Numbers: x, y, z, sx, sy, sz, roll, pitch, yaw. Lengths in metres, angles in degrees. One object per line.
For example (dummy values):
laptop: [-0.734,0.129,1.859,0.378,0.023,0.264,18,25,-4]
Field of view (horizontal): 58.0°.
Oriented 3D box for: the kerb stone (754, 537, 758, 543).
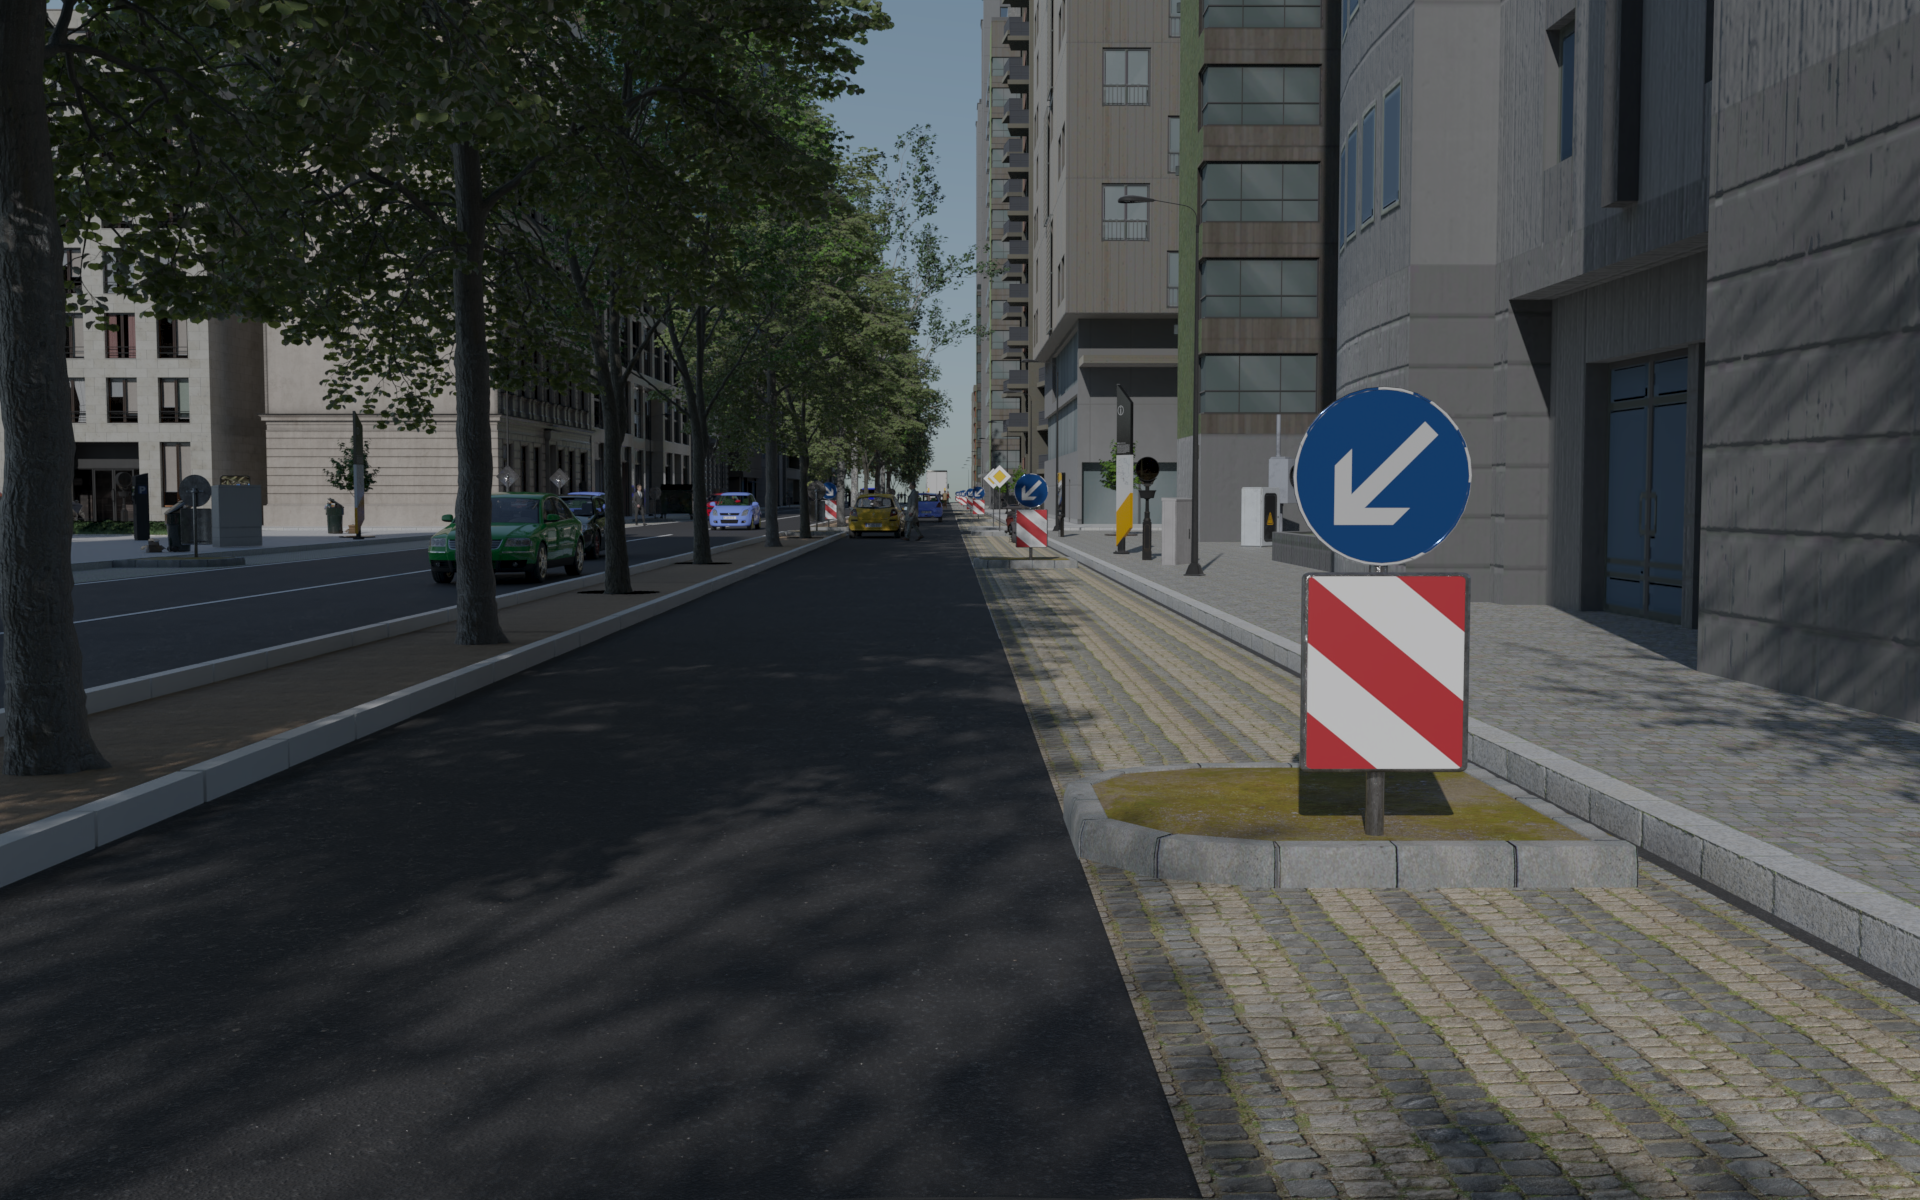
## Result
kerb stone: [-5.976,-1.671,49.510,0.120,0.150,1.000,0,4,0]

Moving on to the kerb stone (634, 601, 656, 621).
kerb stone: [-3.655,0.144,19.845,0.120,0.150,1.000,0,4,0]

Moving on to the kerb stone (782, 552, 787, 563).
kerb stone: [-3.773,-0.859,36.235,0.120,0.150,1.000,0,4,0]

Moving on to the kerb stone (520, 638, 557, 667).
kerb stone: [-3.622,0.457,14.716,0.120,0.150,1.000,0,4,0]

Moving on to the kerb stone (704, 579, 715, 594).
kerb stone: [-3.699,-0.169,24.965,0.120,0.150,1.000,0,4,0]

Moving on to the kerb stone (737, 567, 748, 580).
kerb stone: [-3.723,-0.420,29.062,0.120,0.150,1.000,0,4,0]

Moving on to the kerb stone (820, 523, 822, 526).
kerb stone: [-6.164,-3.208,74.649,0.120,0.150,1.000,0,4,0]

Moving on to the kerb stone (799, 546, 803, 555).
kerb stone: [-3.810,-1.110,40.341,0.120,0.150,1.000,0,4,0]

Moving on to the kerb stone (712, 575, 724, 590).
kerb stone: [-3.698,-0.232,25.990,0.120,0.150,1.000,0,4,0]

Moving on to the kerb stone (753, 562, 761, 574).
kerb stone: [-3.743,-0.545,31.110,0.120,0.150,1.000,0,4,0]

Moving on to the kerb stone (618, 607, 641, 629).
kerb stone: [-3.646,0.207,18.812,0.120,0.150,1.000,0,4,0]

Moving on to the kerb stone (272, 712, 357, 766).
kerb stone: [-3.580,0.772,9.580,0.120,0.150,1.000,0,4,0]

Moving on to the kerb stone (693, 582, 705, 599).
kerb stone: [-3.685,-0.107,23.942,0.120,0.150,1.000,0,4,0]

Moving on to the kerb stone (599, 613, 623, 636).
kerb stone: [-3.644,0.273,17.790,0.120,0.150,1.000,0,4,0]

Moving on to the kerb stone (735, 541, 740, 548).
kerb stone: [-5.945,-1.417,45.407,0.120,0.150,1.000,0,4,0]

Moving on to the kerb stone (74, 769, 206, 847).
kerb stone: [-3.565,0.900,7.530,0.120,0.150,1.000,0,4,0]

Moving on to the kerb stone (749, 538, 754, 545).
kerb stone: [-5.967,-1.608,48.483,0.120,0.150,1.000,0,4,0]

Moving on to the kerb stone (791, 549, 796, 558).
kerb stone: [-3.786,-0.984,38.291,0.120,0.150,1.000,0,4,0]

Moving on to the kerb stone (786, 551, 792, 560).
kerb stone: [-3.781,-0.917,37.264,0.120,0.150,1.000,0,4,0]

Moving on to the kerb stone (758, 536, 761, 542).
kerb stone: [-5.988,-1.734,50.542,0.120,0.150,1.000,0,4,0]

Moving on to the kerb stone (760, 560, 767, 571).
kerb stone: [-3.741,-0.605,32.132,0.120,0.150,1.000,0,4,0]

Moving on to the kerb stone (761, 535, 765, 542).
kerb stone: [-5.991,-1.793,51.569,0.120,0.150,1.000,0,4,0]

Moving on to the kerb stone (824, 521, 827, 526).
kerb stone: [-6.185,-3.397,77.729,0.120,0.150,1.000,0,4,0]

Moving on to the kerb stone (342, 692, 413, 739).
kerb stone: [-3.586,0.708,10.612,0.120,0.150,1.000,0,4,0]

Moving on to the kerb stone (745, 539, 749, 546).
kerb stone: [-5.967,-1.545,47.456,0.120,0.150,1.000,0,4,0]

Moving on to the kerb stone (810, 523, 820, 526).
kerb stone: [-6.157,-3.145,73.624,0.120,0.150,1.000,0,4,0]

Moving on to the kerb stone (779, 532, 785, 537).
kerb stone: [-6.045,-2.236,58.752,0.120,0.150,1.000,0,4,0]

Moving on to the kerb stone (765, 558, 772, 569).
kerb stone: [-3.752,-0.668,33.155,0.120,0.150,1.000,0,4,0]

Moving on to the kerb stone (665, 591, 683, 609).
kerb stone: [-3.670,0.018,21.896,0.120,0.150,1.000,0,4,0]

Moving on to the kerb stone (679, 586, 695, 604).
kerb stone: [-3.676,-0.044,22.919,0.120,0.150,1.000,0,4,0]

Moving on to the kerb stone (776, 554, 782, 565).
kerb stone: [-3.770,-0.796,35.203,0.120,0.150,1.000,0,4,0]

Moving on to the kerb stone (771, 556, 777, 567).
kerb stone: [-3.762,-0.733,34.177,0.120,0.150,1.000,0,4,0]

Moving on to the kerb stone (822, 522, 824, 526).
kerb stone: [-6.168,-3.271,75.671,0.120,0.150,1.000,0,4,0]

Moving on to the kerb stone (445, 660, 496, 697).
kerb stone: [-3.605,0.584,12.663,0.120,0.150,1.000,0,4,0]

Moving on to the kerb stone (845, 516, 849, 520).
kerb stone: [-6.339,-4.714,99.267,0.120,0.150,1.000,0,4,0]

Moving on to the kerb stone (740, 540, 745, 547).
kerb stone: [-5.953,-1.480,46.429,0.120,0.150,1.000,0,4,0]

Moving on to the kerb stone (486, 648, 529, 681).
kerb stone: [-3.613,0.520,13.693,0.120,0.150,1.000,0,4,0]

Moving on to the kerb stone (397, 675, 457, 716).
kerb stone: [-3.598,0.646,11.634,0.120,0.150,1.000,0,4,0]

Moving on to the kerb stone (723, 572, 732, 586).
kerb stone: [-3.712,-0.295,27.012,0.120,0.150,1.000,0,4,0]

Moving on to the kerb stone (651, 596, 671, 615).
kerb stone: [-3.658,0.081,20.874,0.120,0.150,1.000,0,4,0]

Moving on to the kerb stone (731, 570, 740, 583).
kerb stone: [-3.721,-0.354,28.035,0.120,0.150,1.000,0,4,0]

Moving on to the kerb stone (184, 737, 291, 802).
kerb stone: [-3.568,0.834,8.552,0.120,0.150,1.000,0,4,0]

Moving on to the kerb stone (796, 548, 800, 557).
kerb stone: [-3.801,-1.040,39.319,0.120,0.150,1.000,0,4,0]

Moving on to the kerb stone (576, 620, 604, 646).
kerb stone: [-3.629,0.332,16.765,0.120,0.150,1.000,0,4,0]

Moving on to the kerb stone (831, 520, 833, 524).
kerb stone: [-6.214,-3.642,81.848,0.120,0.150,1.000,0,4,0]

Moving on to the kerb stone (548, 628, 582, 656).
kerb stone: [-3.626,0.395,15.743,0.120,0.150,1.000,0,4,0]

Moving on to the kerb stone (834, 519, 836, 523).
kerb stone: [-6.228,-3.767,83.900,0.120,0.150,1.000,0,4,0]

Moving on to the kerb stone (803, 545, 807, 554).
kerb stone: [-3.814,-1.172,41.363,0.120,0.150,1.000,0,4,0]

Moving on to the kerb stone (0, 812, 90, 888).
kerb stone: [-3.555,0.960,6.501,0.120,0.150,1.000,0,4,0]

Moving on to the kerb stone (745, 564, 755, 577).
kerb stone: [-3.729,-0.482,30.084,0.120,0.150,1.000,0,4,0]
